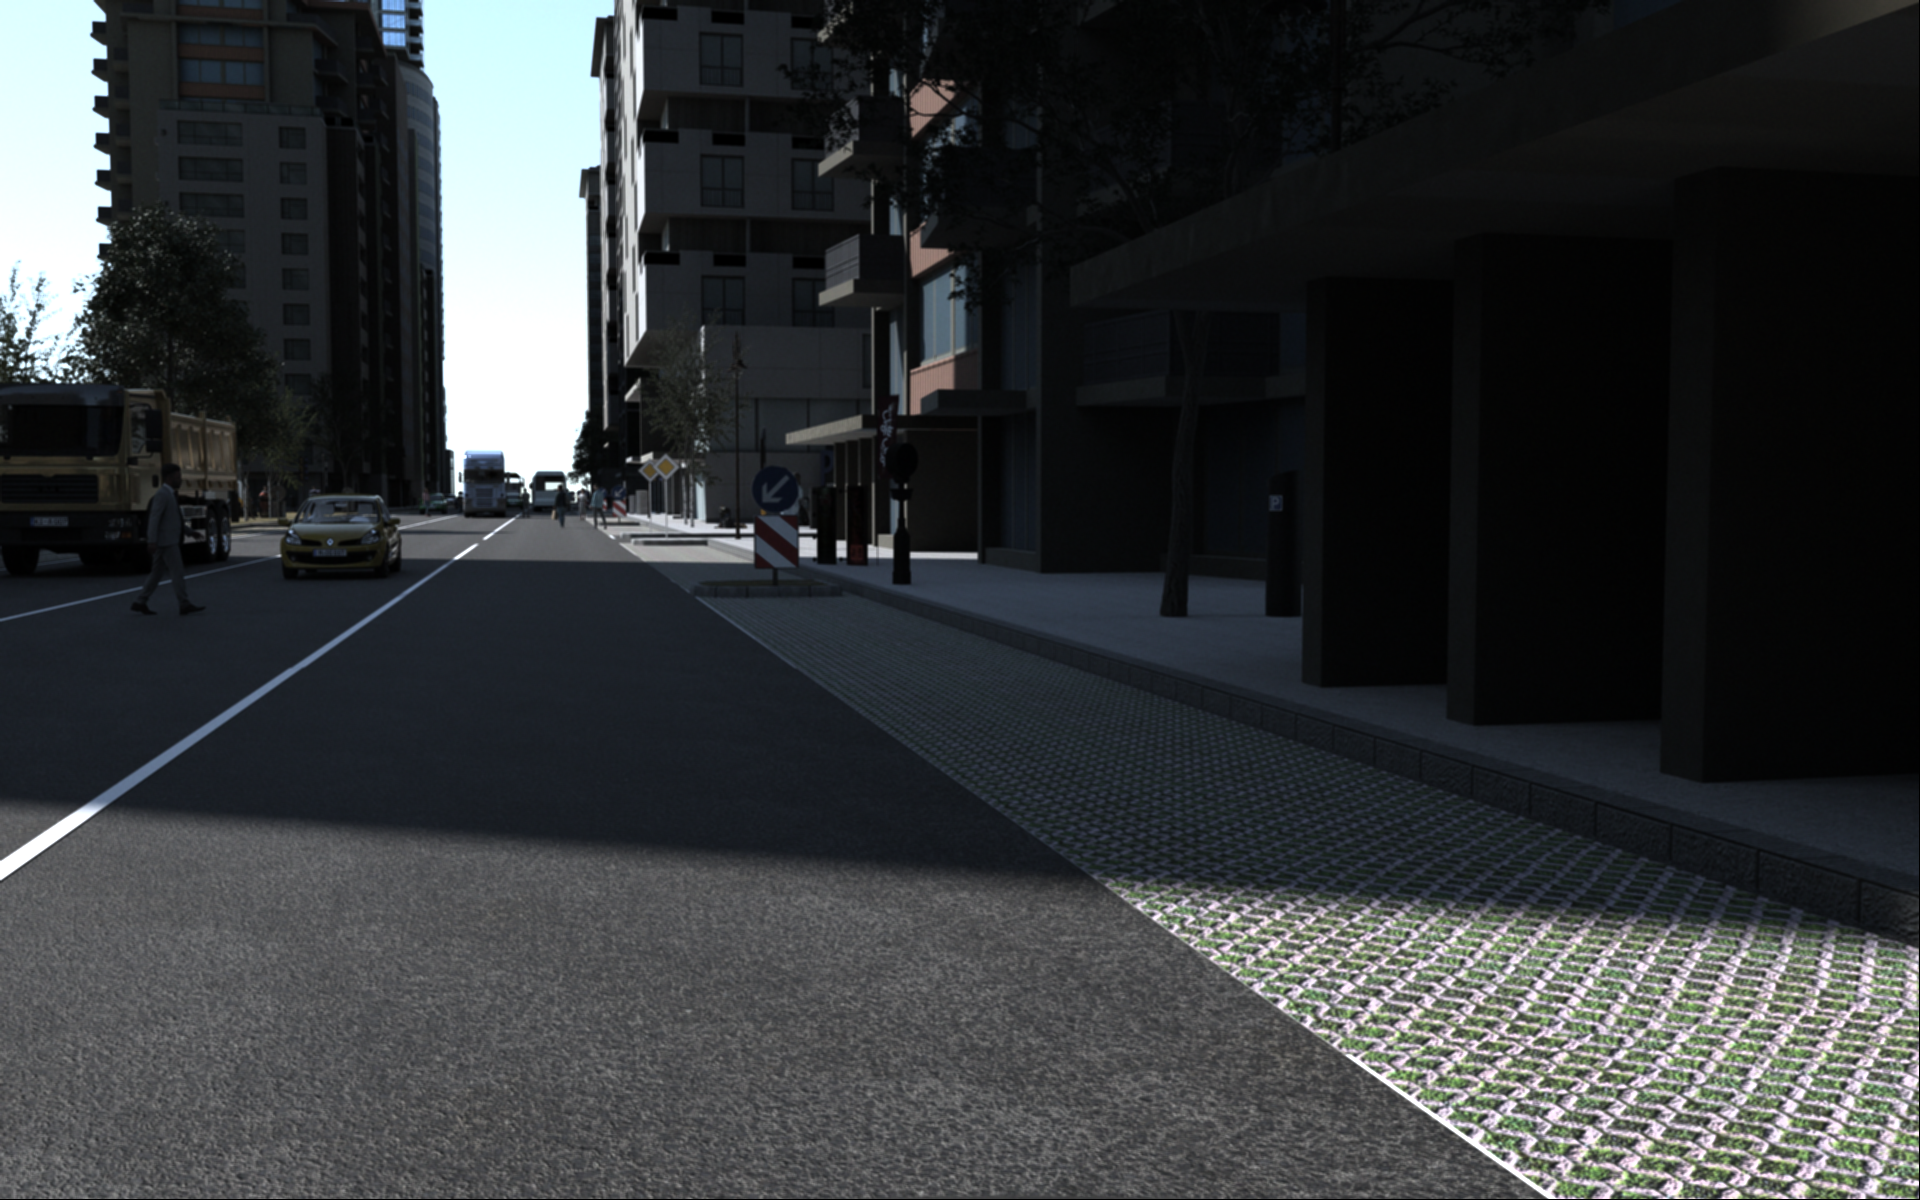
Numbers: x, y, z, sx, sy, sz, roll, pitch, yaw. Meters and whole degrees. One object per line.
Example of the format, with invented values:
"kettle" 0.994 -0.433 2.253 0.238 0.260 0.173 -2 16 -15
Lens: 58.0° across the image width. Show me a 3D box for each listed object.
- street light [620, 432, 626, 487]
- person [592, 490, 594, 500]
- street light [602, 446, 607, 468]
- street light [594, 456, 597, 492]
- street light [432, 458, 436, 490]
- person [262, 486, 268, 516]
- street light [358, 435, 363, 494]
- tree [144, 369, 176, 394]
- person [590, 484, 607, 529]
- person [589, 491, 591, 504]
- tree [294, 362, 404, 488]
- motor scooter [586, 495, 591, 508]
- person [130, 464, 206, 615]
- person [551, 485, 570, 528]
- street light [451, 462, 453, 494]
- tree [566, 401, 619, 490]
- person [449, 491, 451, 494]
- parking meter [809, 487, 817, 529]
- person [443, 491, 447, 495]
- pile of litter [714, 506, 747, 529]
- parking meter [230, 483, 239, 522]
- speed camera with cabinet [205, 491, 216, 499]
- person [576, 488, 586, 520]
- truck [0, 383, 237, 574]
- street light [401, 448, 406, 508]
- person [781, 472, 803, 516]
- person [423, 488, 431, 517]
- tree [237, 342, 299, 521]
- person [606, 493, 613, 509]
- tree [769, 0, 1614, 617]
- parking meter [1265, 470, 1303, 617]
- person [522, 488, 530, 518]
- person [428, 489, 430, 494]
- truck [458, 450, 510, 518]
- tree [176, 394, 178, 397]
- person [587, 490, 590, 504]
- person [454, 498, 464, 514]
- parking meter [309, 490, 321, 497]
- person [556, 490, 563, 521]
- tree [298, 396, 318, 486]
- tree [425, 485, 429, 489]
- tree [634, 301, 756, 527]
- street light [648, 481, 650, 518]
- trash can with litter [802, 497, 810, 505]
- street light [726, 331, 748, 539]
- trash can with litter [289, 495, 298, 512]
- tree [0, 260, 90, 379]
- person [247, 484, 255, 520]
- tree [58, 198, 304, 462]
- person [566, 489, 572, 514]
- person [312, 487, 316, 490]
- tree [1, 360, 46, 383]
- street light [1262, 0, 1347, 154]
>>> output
"street light" -25.290 -9.608 129.883 0.468 5.910 1.993 -1 4 -13
"person" -42.293 -11.797 199.837 0.530 1.710 0.541 -2 4 -29
"street light" -34.326 -11.906 167.443 0.468 5.910 1.993 -1 4 -13
"street light" -43.027 -14.171 204.482 0.468 5.910 1.993 -1 4 -13
"street light" -63.311 -14.431 208.727 0.468 5.910 1.993 -1 4 -13
"person" -41.317 -5.901 103.094 0.524 1.755 0.480 2 4 29
"street light" -44.153 -9.481 127.801 0.468 5.910 1.993 -1 4 -13
"tree" -44.345 -8.804 94.313 4.360 8.622 3.978 0 3 0
"person" -14.661 -3.784 70.223 0.638 1.841 0.748 -3 5 -42
"person" -49.873 -13.826 232.761 0.621 1.740 0.551 0 4 -7
"tree" -43.002 -11.447 121.575 8.767 10.594 7.601 0 4 0
"motor scooter" -36.748 -9.646 170.491 0.815 1.314 1.986 -1 4 -13
"person" -9.420 -0.721 20.566 0.850 1.792 0.678 -1 4 -17
"person" -16.788 -3.927 72.694 0.794 1.824 0.713 -2 4 -29
"street light" -72.109 -16.704 245.891 0.468 5.910 1.993 -1 4 -13
"tree" -44.046 -18.136 213.538 9.611 12.733 9.660 0 3 0
"person" -71.733 -14.466 243.077 0.721 1.766 1.217 -1 4 -22
"parking meter" -5.330 -3.370 63.507 0.372 1.533 0.369 0 3 0
"person" -69.002 -13.800 232.381 1.217 1.736 0.721 -3 4 -39
"pile of litter" -8.622 -3.127 65.092 1.176 0.858 1.719 -1 4 -18
"parking meter" -32.904 -4.455 78.556 0.255 1.863 0.399 0 4 1
"speed camera with cabinet" -46.250 -6.767 104.978 2.038 3.252 0.660 -2 4 -28
"person" -20.550 -5.196 94.016 0.480 1.755 0.524 1 4 20
"truck" -16.212 -2.281 33.223 3.469 3.379 9.791 -1 4 -11
"street light" -52.878 -11.746 164.834 0.468 5.910 1.993 -1 4 -13
"person" -4.014 -2.101 40.655 0.793 1.790 0.793 -2 4 -32
"person" -33.767 -6.185 109.640 0.388 1.821 0.555 2 4 26
"tree" -33.908 -8.045 81.894 4.737 8.622 4.395 0 3 0
"person" -29.686 -8.408 146.754 0.697 1.427 0.421 -2 4 -29
"tree" 2.311 -5.083 17.525 8.767 10.594 7.601 -1 4 -15
"parking meter" 3.406 -0.599 18.202 0.372 1.533 0.369 0 3 0
"person" -26.557 -5.949 105.955 0.511 1.800 0.466 -2 4 -27
"person" -60.891 -11.794 198.498 0.705 1.869 1.348 1 4 17
"truck" -30.649 -7.463 111.785 2.967 4.110 18.799 -1 4 -15
"tree" -55.681 -10.447 121.163 4.737 8.622 4.395 0 3 0
"person" -49.211 -13.618 229.255 0.434 1.755 0.990 -1 4 -13
"person" -36.426 -6.895 126.733 1.012 1.151 0.738 0 4 -1
"parking meter" -36.585 -5.475 97.932 0.372 1.533 0.369 0 3 0
"person" -21.050 -5.058 91.380 0.537 1.800 0.526 0 4 -7
"tree" -36.594 -8.664 92.025 4.737 8.622 4.395 0 3 0
"tree" -62.293 -12.593 200.495 1.663 3.219 1.824 0 3 0
"tree" -10.179 -7.137 67.045 4.360 8.622 3.978 0 3 0
"street light" -16.698 -7.341 92.818 0.468 5.910 1.993 -1 4 -13
"trash can with litter" -6.100 -3.759 72.847 1.055 1.170 0.624 2 4 26
"street light" -6.337 -4.676 49.246 0.468 5.910 1.993 -1 4 -13
"trash can with litter" -46.867 -6.722 120.960 1.678 1.210 2.233 0 4 6
"tree" -30.165 -6.425 55.404 4.737 8.622 4.395 0 3 0
"person" -35.812 -4.956 87.351 0.573 1.790 0.520 -1 4 -23
"tree" -30.667 -9.192 67.289 9.611 12.733 9.660 0 3 0
"person" -28.351 -7.147 125.368 0.620 1.820 0.660 2 4 31
"person" -44.368 -6.916 119.302 0.473 1.802 0.592 3 5 44
"tree" -51.166 -8.821 94.584 4.360 8.622 3.978 0 3 0
"street light" 2.593 -2.397 11.984 0.468 5.910 1.993 -1 4 -13
